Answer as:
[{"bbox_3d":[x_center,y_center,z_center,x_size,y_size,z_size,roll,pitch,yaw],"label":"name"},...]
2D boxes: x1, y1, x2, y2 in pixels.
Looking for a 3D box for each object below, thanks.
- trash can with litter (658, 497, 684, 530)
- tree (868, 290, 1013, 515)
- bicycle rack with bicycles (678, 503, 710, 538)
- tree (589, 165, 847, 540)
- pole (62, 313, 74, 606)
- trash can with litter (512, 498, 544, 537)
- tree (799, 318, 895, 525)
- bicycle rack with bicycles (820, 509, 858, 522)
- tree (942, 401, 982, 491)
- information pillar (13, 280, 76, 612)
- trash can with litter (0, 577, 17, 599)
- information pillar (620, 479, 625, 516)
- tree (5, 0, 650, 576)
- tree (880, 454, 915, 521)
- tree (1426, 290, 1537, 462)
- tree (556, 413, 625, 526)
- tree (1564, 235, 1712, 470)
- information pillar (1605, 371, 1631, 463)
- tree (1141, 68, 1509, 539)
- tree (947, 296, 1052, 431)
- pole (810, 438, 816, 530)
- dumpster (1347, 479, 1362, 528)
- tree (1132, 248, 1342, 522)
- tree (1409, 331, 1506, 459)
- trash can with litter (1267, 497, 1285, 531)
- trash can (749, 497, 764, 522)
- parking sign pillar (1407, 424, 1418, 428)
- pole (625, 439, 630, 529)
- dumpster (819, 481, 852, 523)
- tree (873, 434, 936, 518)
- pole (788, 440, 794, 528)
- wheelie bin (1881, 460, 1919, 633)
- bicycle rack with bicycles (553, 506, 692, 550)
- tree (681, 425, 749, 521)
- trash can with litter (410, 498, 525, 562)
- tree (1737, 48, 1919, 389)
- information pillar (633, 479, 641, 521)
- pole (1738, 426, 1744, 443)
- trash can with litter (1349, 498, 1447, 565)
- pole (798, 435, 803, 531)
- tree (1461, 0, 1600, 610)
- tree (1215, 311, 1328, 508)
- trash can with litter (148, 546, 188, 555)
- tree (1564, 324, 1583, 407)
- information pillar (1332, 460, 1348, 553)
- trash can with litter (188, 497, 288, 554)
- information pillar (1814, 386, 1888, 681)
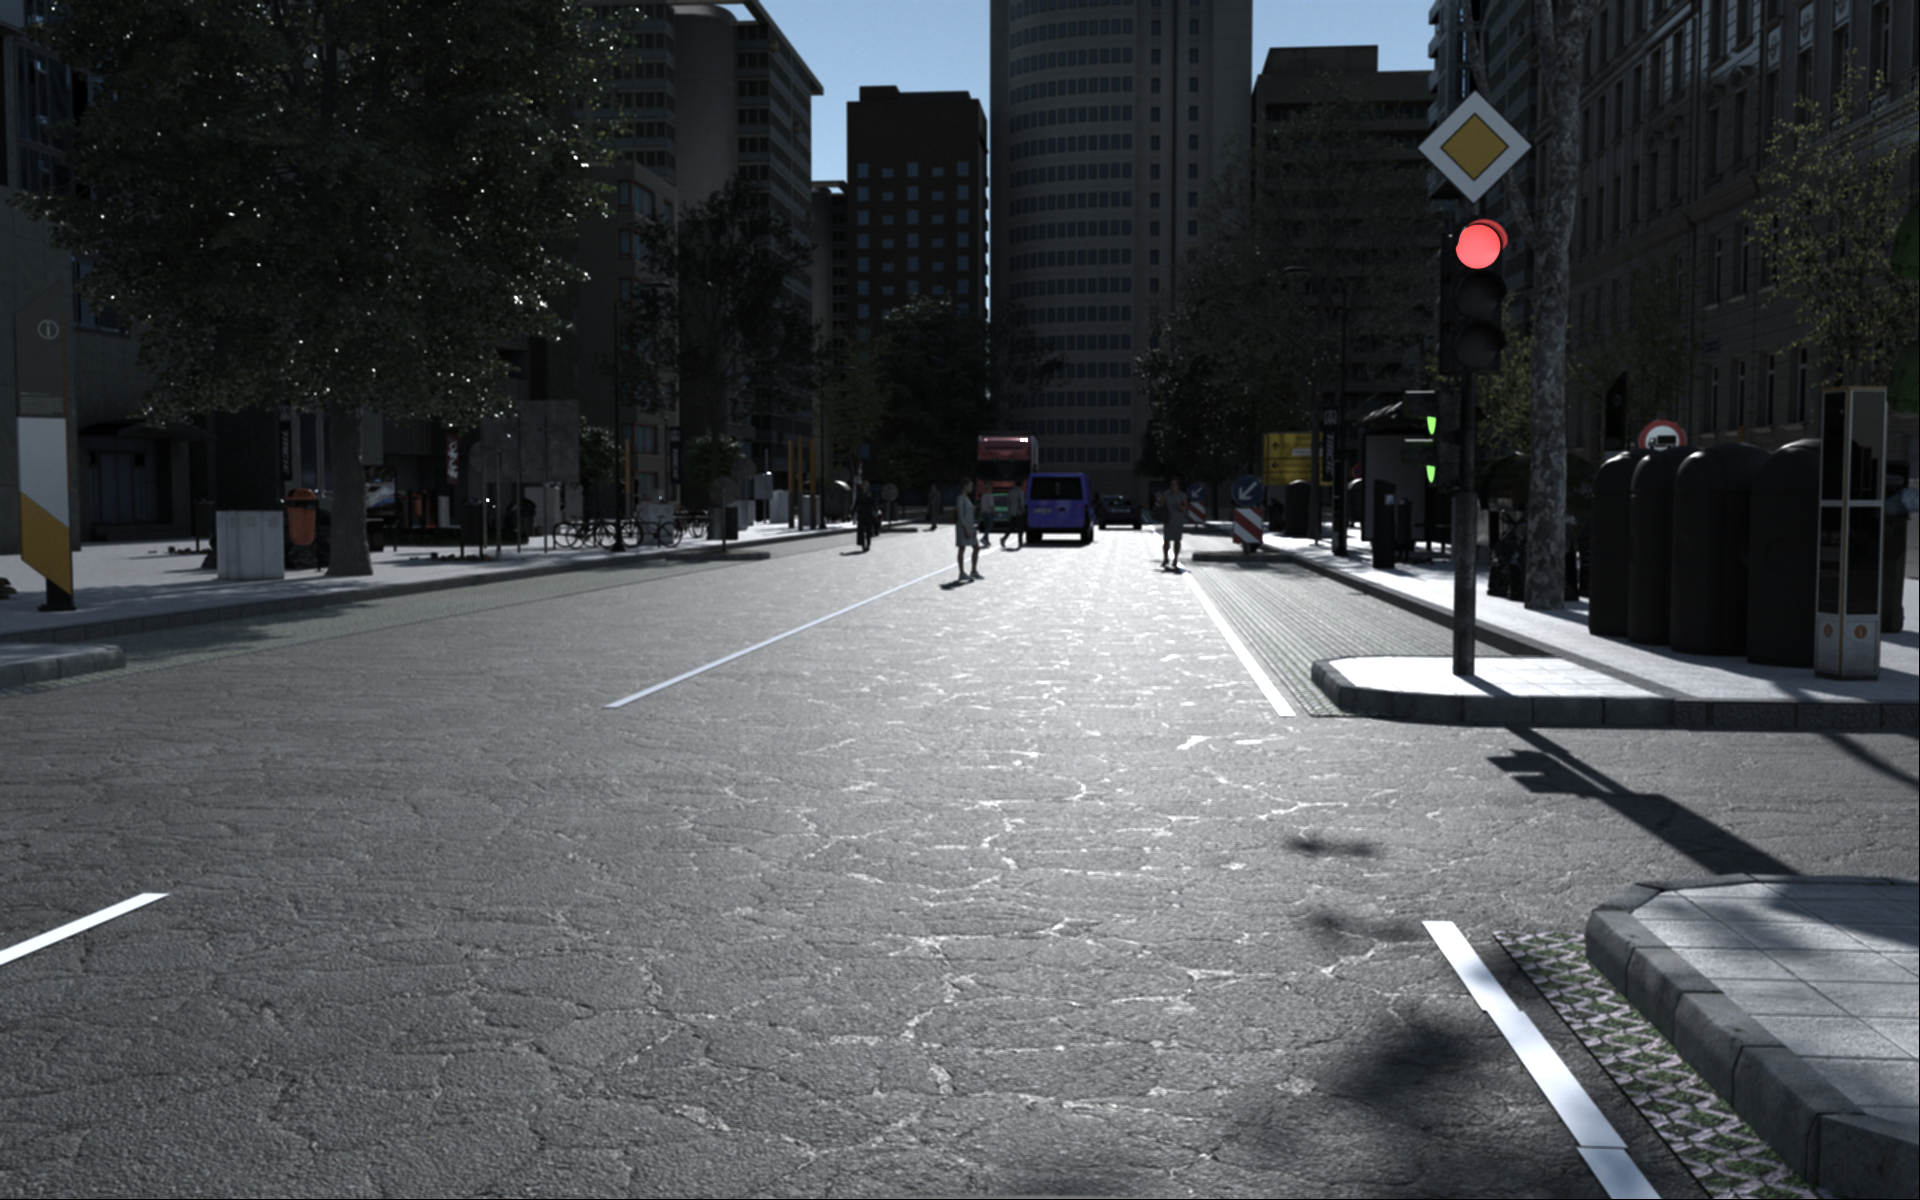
[{"bbox_3d":[-10.382,-3.112,62.264,1.055,1.170,0.624,0,4,-3],"label":"trash can with litter"},{"bbox_3d":[-1.395,-12.258,107.071,9.857,13.997,8.962,0,3,0],"label":"tree"},{"bbox_3d":[-8.261,-2.311,51.168,2.852,0.926,2.925,3,5,43],"label":"bicycle rack with bicycles"},{"bbox_3d":[-6.667,-6.979,48.511,7.601,10.594,8.767,-2,4,-26],"label":"tree"},{"bbox_3d":[-10.188,-1.573,19.566,0.158,3.312,0.155,0,3,0],"label":"pole"},{"bbox_3d":[-12.980,-2.494,52.157,0.624,1.170,1.055,1,4,15],"label":"trash can with litter"},{"bbox_3d":[-4.507,-7.470,72.496,4.737,8.622,4.395,0,3,0],"label":"tree"},{"bbox_3d":[-5.798,-4.104,80.486,2.925,0.926,2.852,-1,4,-11],"label":"bicycle rack with bicycles"},{"bbox_3d":[0.150,-10.564,123.090,4.737,8.622,4.395,0,3,0],"label":"tree"},{"bbox_3d":[-9.984,-1.683,18.869,0.504,3.616,0.183,-3,5,-41],"label":"information pillar"},{"bbox_3d":[-12.094,-0.597,21.150,1.055,1.170,0.624,0,4,0],"label":"trash can with litter"},{"bbox_3d":[-16.952,-5.050,87.066,0.304,2.012,0.304,2,4,35],"label":"information pillar"},{"bbox_3d":[-9.681,-7.357,26.942,9.857,13.997,8.962,0,3,0],"label":"tree"},{"bbox_3d":[-3.192,-5.450,83.706,1.663,3.219,1.824,0,3,0],"label":"tree"},{"bbox_3d":[17.866,-6.637,58.878,4.360,8.622,3.978,0,3,0],"label":"tree"},{"bbox_3d":[-15.276,-5.293,70.252,4.285,4.588,4.351,0,3,0],"label":"tree"},{"bbox_3d":[19.644,-6.094,49.995,4.737,8.622,4.395,0,3,0],"label":"tree"},{"bbox_3d":[12.564,-2.560,33.219,0.183,3.616,0.504,-1,4,-19],"label":"information pillar"},{"bbox_3d":[10.285,-8.503,49.401,12.009,13.543,11.850,0,3,0],"label":"tree"},{"bbox_3d":[4.780,-18.823,163.651,12.611,20.169,13.585,0,3,0],"label":"tree"},{"bbox_3d":[-5.324,-4.206,62.609,0.158,3.312,0.155,0,3,0],"label":"pole"},{"bbox_3d":[15.374,-3.683,65.972,1.264,1.857,1.865,0,4,5],"label":"dumpster"},{"bbox_3d":[12.659,-9.918,79.163,9.611,12.733,9.660,0,3,0],"label":"tree"},{"bbox_3d":[21.406,-7.645,75.354,4.737,8.622,4.395,0,3,0],"label":"tree"},{"bbox_3d":[11.127,-2.955,59.706,1.055,1.170,0.624,2,4,25],"label":"trash can with litter"},{"bbox_3d":[-9.424,-4.214,80.548,0.748,1.137,0.748,0,3,0],"label":"trash can"},{"bbox_3d":[16.928,-4.577,63.303,1.447,3.967,1.447,2,4,31],"label":"parking sign pillar"},{"bbox_3d":[-12.306,-4.298,64.117,0.158,3.312,0.155,0,3,0],"label":"pole"},{"bbox_3d":[-5.617,-4.405,77.778,1.264,1.857,1.865,0,4,5],"label":"dumpster"},{"bbox_3d":[-2.972,-6.735,93.825,4.285,4.588,4.351,0,3,0],"label":"tree"},{"bbox_3d":[-6.378,-4.379,65.433,0.158,3.312,0.155,0,3,0],"label":"pole"},{"bbox_3d":[8.528,-0.507,16.202,0.980,1.594,0.693,2,4,25],"label":"wheelie bin"},{"bbox_3d":[-8.389,-1.680,40.847,2.925,0.926,2.852,1,4,20],"label":"bicycle rack with bicycles"},{"bbox_3d":[-11.837,-6.074,83.017,4.285,4.588,4.351,0,3,0],"label":"tree"},{"bbox_3d":[-9.689,-1.379,33.606,2.233,1.210,1.678,2,4,30],"label":"trash can with litter"},{"bbox_3d":[15.389,-4.843,29.538,4.360,8.622,3.978,0,3,0],"label":"tree"},{"bbox_3d":[-15.395,-4.775,82.567,0.304,2.012,0.304,0,4,2],"label":"information pillar"},{"bbox_3d":[23.250,-3.535,51.641,0.158,3.312,0.155,0,3,0],"label":"pole"},{"bbox_3d":[8.252,-1.296,32.242,1.678,1.210,2.233,0,4,1],"label":"trash can with litter"},{"bbox_3d":[-5.487,-4.018,59.532,0.158,3.312,0.155,0,3,0],"label":"pole"},{"bbox_3d":[7.449,-10.033,19.925,12.611,20.169,13.585,0,3,0],"label":"tree"},{"bbox_3d":[12.167,-7.215,68.328,4.737,8.622,4.395,0,3,0],"label":"tree"},{"bbox_3d":[-16.508,-1.613,37.430,2.233,1.210,1.678,1,4,23],"label":"trash can with litter"},{"bbox_3d":[20.809,-6.949,63.980,4.360,8.622,3.978,0,3,0],"label":"tree"},{"bbox_3d":[8.288,-2.036,37.789,0.304,2.012,0.304,1,4,18],"label":"information pillar"},{"bbox_3d":[-13.579,-1.398,33.914,1.678,1.210,2.233,3,5,42],"label":"trash can with litter"},{"bbox_3d":[6.159,-0.458,11.977,0.304,2.012,0.304,0,4,-7],"label":"information pillar"}]
